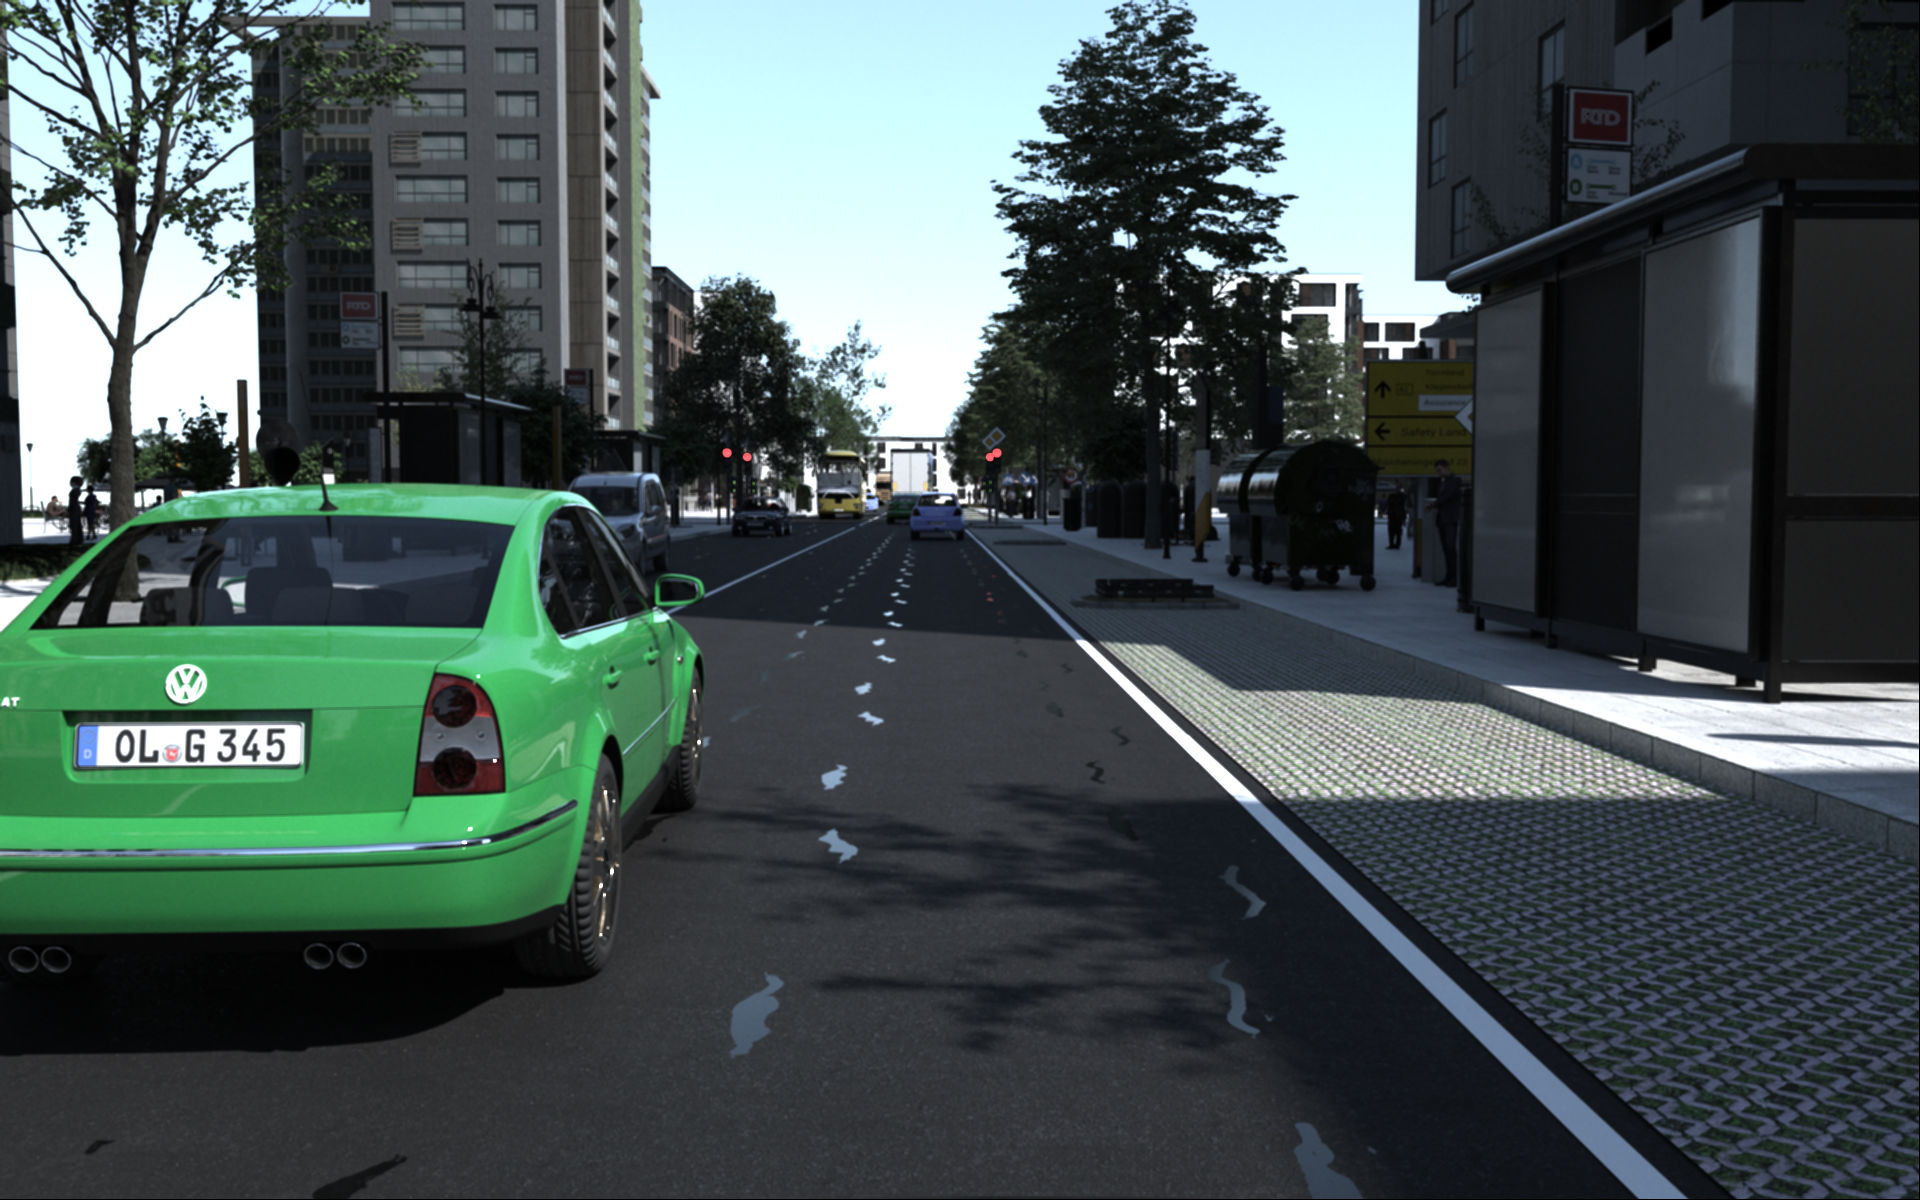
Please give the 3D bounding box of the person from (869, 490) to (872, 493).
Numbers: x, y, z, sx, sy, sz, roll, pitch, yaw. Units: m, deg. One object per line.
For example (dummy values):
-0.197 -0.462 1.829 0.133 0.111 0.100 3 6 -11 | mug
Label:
-8.348 -9.379 161.976 0.705 1.807 1.348 1 4 20 | person

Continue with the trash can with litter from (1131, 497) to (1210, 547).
5.386 -1.959 43.094 1.678 1.210 2.233 -2 4 -24 | trash can with litter

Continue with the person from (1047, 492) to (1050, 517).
4.796 -5.556 97.611 0.376 1.734 0.841 2 4 26 | person

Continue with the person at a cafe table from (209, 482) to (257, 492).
-14.500 -1.677 35.927 1.698 1.524 1.622 0 4 5 | person at a cafe table

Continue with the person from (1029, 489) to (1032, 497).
6.137 -9.138 156.252 0.742 1.727 0.445 0 4 5 | person

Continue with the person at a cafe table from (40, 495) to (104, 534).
-29.109 -2.804 56.701 1.726 1.238 1.698 -2 4 -33 | person at a cafe table

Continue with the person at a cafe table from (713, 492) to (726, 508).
-21.259 -8.929 154.503 1.622 1.524 1.698 -1 4 -11 | person at a cafe table

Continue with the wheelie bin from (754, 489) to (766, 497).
-12.551 -6.167 108.735 0.693 1.594 0.980 1 4 21 | wheelie bin

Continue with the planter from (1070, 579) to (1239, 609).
2.442 -0.073 22.338 1.991 0.319 1.994 0 4 -1 | planter

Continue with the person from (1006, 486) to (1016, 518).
2.867 -5.363 94.660 0.756 1.711 0.436 -2 4 -35 | person

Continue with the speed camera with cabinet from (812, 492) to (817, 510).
-12.633 -9.105 143.204 0.660 3.252 2.038 -3 4 -38 | speed camera with cabinet

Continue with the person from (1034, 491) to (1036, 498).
9.095 -12.106 204.657 0.721 1.739 1.217 3 5 40 | person

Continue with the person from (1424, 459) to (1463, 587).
6.702 -1.074 24.058 0.568 1.767 0.683 -1 4 -14 | person

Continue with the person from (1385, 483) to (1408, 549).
10.157 -1.953 40.252 0.482 1.546 0.388 3 4 36 | person

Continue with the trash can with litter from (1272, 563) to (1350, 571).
6.192 -1.140 29.701 2.233 1.210 1.678 -1 4 -16 | trash can with litter

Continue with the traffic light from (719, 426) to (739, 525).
-9.593 -5.066 71.757 0.839 4.253 0.868 0 4 -1 | traffic light

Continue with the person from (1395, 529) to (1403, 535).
13.569 -2.282 53.823 0.381 0.543 0.357 2 4 24 | person

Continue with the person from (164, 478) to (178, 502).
-20.687 -2.412 45.612 0.434 1.807 0.598 -3 5 -40 | person

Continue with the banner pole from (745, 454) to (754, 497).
-12.805 -7.077 105.732 0.401 3.779 0.863 3 5 42 | banner pole

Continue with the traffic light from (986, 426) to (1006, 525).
1.506 -5.080 71.973 0.839 4.253 0.868 0 4 -1 | traffic light

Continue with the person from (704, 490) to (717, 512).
-17.667 -7.005 122.527 0.963 1.587 0.435 0 4 3 | person

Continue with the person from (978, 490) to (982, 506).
2.116 -11.051 187.169 0.683 1.767 0.568 3 4 38 | person

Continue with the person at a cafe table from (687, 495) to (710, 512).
-19.100 -7.102 126.977 1.726 1.238 1.698 2 4 26 | person at a cafe table

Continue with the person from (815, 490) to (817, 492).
-16.742 -11.818 199.793 0.750 1.759 0.617 -1 4 -17 | person

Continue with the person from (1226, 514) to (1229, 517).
14.844 -5.329 96.413 0.697 1.427 0.421 3 5 39 | person

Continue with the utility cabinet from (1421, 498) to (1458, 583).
7.216 -0.859 25.207 1.020 1.237 0.306 -2 4 -24 | utility cabinet

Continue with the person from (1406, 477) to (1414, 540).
12.733 -2.594 48.575 0.434 1.807 0.598 1 4 13 | person

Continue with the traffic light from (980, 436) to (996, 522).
1.361 -5.568 79.957 0.839 4.253 0.868 0 4 -1 | traffic light

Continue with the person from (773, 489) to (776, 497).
-19.524 -10.882 183.969 0.705 1.822 1.348 2 4 26 | person

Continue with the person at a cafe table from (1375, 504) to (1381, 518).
22.172 -5.271 94.700 1.622 1.524 1.698 -1 4 -11 | person at a cafe table

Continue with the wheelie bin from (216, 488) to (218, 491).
-34.739 -4.432 80.369 0.980 1.594 0.693 -1 4 -22 | wheelie bin

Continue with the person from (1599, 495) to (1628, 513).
13.416 -1.751 35.208 0.750 1.759 0.617 -1 4 -22 | person

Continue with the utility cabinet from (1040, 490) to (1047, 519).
4.261 -4.882 88.492 0.318 1.500 1.173 0 4 6 | utility cabinet

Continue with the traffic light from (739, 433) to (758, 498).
-9.738 -5.555 79.740 0.839 4.253 0.868 0 4 -1 | traffic light

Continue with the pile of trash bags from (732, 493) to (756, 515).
-12.434 -5.598 101.284 1.912 1.369 3.447 1 4 18 | pile of trash bags

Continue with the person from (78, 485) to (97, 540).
-24.182 -2.416 47.914 0.546 1.535 0.453 -1 4 -15 | person

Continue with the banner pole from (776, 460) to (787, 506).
-11.899 -7.720 116.246 0.863 3.779 0.401 -1 4 -16 | banner pole

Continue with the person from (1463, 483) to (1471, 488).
11.913 -1.998 40.917 0.429 1.552 0.499 0 4 7 | person

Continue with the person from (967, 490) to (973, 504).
1.265 -13.587 227.815 0.705 1.869 1.348 -3 5 -40 | person

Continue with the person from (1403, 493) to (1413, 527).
17.701 -3.680 68.274 0.319 1.574 0.516 -3 5 -42 | person

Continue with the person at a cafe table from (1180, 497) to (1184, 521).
10.659 -4.528 82.552 1.622 1.524 1.698 0 4 -5 | person at a cafe table

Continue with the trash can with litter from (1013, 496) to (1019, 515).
3.249 -5.726 105.009 0.624 1.170 1.055 0 4 -5 | trash can with litter

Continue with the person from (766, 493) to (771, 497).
-10.706 -5.315 96.859 0.435 1.345 0.340 3 5 42 | person

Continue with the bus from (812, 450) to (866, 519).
-6.882 -6.709 101.239 2.896 3.916 12.252 0 4 -2 | bus

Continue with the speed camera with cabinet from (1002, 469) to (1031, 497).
4.074 -7.968 124.608 2.038 3.252 0.660 1 4 20 | speed camera with cabinet

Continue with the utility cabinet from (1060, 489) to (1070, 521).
4.981 -4.444 81.335 0.318 1.500 1.173 -1 4 -9 | utility cabinet
